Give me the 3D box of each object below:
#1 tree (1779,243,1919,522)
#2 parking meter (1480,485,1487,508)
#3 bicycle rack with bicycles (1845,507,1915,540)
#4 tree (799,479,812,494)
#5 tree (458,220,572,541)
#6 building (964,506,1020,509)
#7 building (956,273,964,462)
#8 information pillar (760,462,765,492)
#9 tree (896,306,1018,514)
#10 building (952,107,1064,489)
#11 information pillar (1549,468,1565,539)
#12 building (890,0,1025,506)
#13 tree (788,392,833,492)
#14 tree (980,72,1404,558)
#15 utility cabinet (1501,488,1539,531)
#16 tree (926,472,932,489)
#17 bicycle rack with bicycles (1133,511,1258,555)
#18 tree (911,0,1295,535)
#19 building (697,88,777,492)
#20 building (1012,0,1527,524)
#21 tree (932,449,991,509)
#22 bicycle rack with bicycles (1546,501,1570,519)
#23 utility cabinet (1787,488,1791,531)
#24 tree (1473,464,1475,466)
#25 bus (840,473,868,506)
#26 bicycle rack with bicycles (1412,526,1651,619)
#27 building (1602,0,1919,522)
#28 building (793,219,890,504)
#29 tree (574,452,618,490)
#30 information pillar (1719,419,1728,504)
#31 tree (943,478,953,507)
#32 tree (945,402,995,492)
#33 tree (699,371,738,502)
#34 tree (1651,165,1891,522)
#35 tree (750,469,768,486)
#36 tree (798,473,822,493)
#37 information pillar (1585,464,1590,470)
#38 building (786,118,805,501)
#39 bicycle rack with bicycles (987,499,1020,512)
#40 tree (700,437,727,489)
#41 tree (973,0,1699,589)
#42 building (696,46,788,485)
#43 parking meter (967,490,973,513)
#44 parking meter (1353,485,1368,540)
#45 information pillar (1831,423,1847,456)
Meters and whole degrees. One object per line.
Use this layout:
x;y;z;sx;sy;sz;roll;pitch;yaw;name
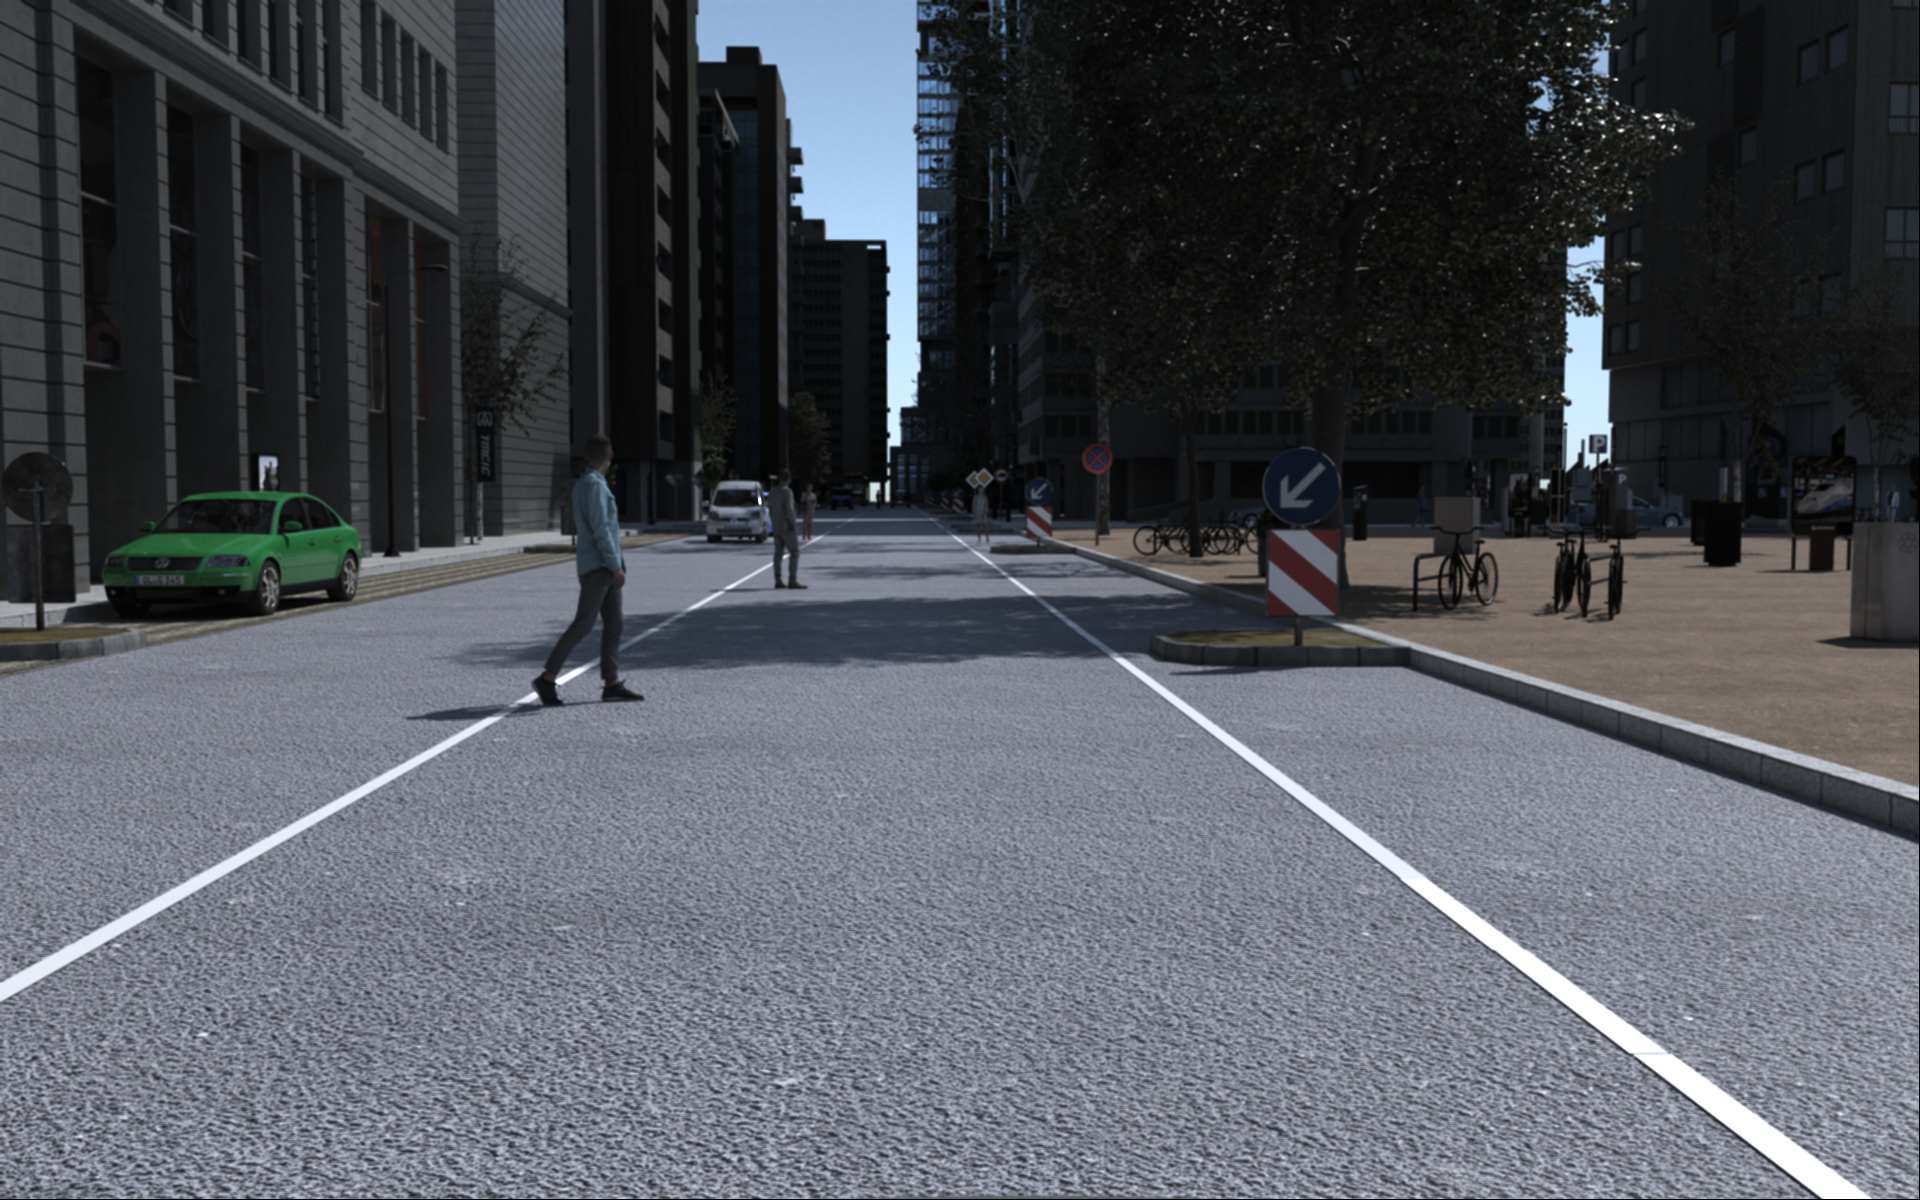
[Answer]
27.811;-6.222;52.098;4.360;8.622;3.978;0;3;0;tree
34.077;-6.548;112.778;0.399;1.863;0.255;3;5;43;parking meter
25.796;-2.128;48.173;2.925;0.926;2.852;-2;4;-31;bicycle rack with bicycles
-17.796;-12.451;198.173;1.663;3.219;1.824;0;3;0;tree
-13.090;-5.956;47.743;4.360;8.622;3.978;0;3;0;tree
11.550;-52.001;162.879;22.319;86.520;31.000;0;4;-2;building
6.395;-27.210;216.576;14.160;30.474;14.107;0;4;-2;building
-14.563;-8.355;127.959;0.183;3.616;0.504;2;4;28;information pillar
1.365;-12.360;112.454;12.009;13.543;11.850;0;3;0;tree
10.312;-33.040;194.820;22.147;44.769;28.867;0;4;-2;building
17.164;-2.769;49.763;0.304;2.012;0.304;-3;5;-39;information pillar
5.645;-56.854;242.239;31.000;86.520;22.319;0;4;-2;building
-17.789;-16.750;191.989;7.486;12.596;7.792;0;3;0;tree
4.785;-6.163;35.170;8.767;10.594;7.601;0;4;-6;tree
18.943;-3.055;58.635;1.173;1.500;0.318;0;4;-5;utility cabinet
-2.685;-14.581;222.119;4.285;4.588;4.351;0;3;0;tree
5.233;-1.457;37.207;2.925;0.926;2.852;0;4;8;bicycle rack with bicycles
4.508;-12.001;52.109;12.611;20.169;13.585;0;3;0;tree
-33.415;-28.549;158.662;32.217;40.220;23.993;0;4;-2;building
15.225;-24.257;88.486;23.993;40.220;32.217;0;4;-2;building
1.264;-8.459;122.019;4.285;4.588;4.351;0;3;0;tree
30.129;-4.672;89.761;2.852;0.926;2.925;0;4;-7;bicycle rack with bicycles
28.225;-3.115;59.613;0.318;1.500;1.173;-3;4;-38;utility cabinet
31.415;-7.799;111.231;4.285;4.588;4.351;0;3;0;tree
-12.368;-13.017;204.370;2.896;3.916;12.252;0;4;-1;bus
6.348;-0.357;19.227;2.852;0.926;2.925;2;4;31;bicycle rack with bicycles
51.497;-30.556;88.837;27.495;52.752;28.713;0;4;-2;building
-22.010;-33.985;247.541;23.993;40.220;32.217;0;4;-2;building
-13.846;-4.356;65.818;1.663;3.219;1.824;0;3;0;tree
23.877;-3.842;54.170;0.183;3.616;0.504;0;4;7;information pillar
-0.912;-10.970;173.966;1.663;3.219;1.824;0;3;0;tree
1.152;-11.436;137.338;4.360;8.622;3.978;0;3;0;tree
-14.828;-9.260;101.761;4.737;8.622;4.395;0;3;0;tree
17.915;-5.432;39.170;4.360;8.622;3.978;0;3;0;tree
-15.702;-8.425;132.344;1.663;3.219;1.824;0;3;0;tree
-19.448;-14.778;225.339;4.285;4.588;4.351;0;3;0;tree
49.232;-8.857;136.165;0.504;3.616;0.183;2;4;27;information pillar
-34.364;-36.074;209.424;30.456;49.044;23.786;0;4;-2;building
3.600;-6.939;126.837;2.852;0.926;2.925;-3;5;-45;bicycle rack with bicycles
-14.479;-6.828;95.355;4.285;4.588;4.351;0;3;0;tree
5.055;-7.129;23.222;9.857;13.997;8.962;0;3;0;tree
-25.148;-32.279;177.878;14.600;45.320;14.200;0;4;-2;building
0.758;-7.564;132.075;0.372;1.533;0.369;0;3;0;parking meter
11.099;-2.422;48.019;0.372;1.533;0.369;0;3;0;parking meter
29.102;-4.038;57.380;0.183;3.616;0.504;-2;4;-31;information pillar
